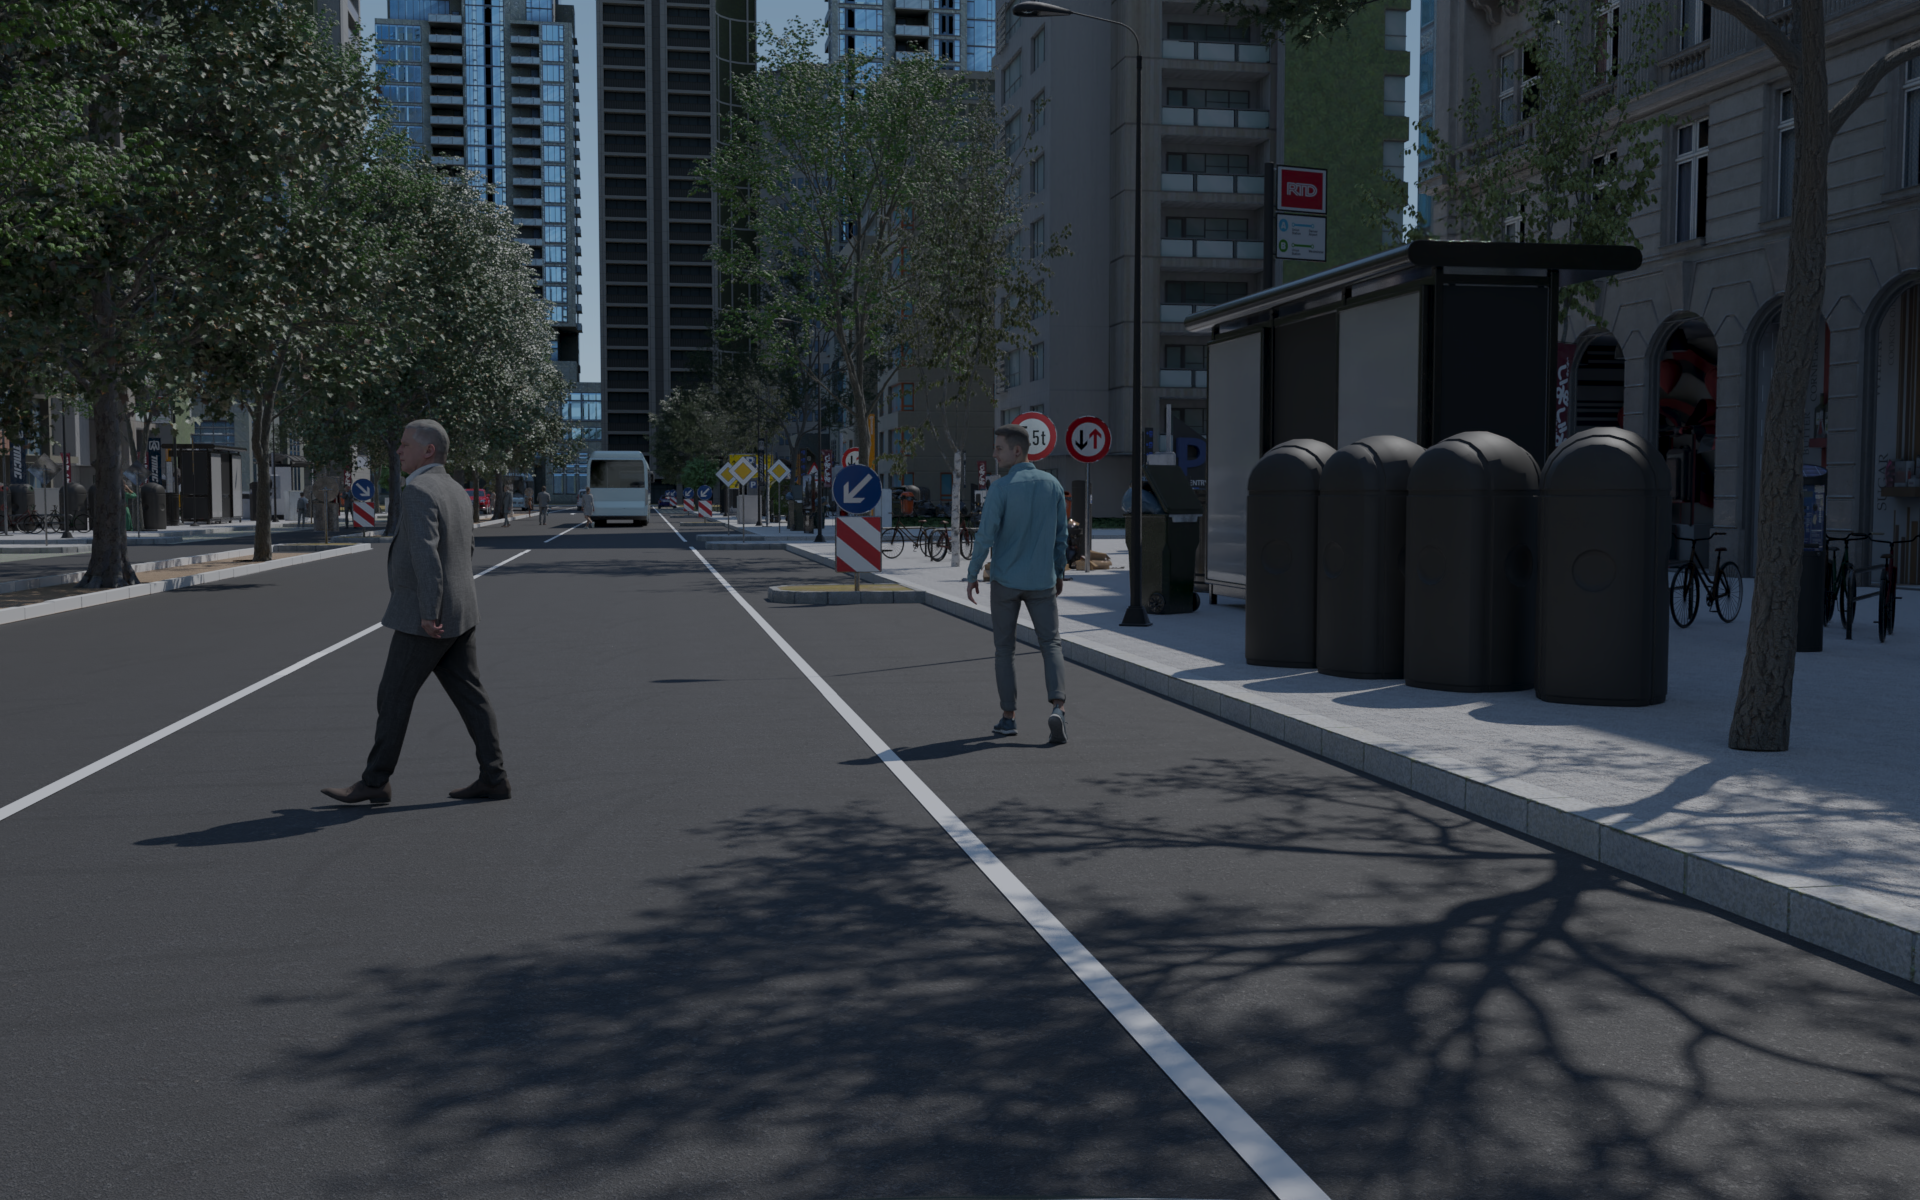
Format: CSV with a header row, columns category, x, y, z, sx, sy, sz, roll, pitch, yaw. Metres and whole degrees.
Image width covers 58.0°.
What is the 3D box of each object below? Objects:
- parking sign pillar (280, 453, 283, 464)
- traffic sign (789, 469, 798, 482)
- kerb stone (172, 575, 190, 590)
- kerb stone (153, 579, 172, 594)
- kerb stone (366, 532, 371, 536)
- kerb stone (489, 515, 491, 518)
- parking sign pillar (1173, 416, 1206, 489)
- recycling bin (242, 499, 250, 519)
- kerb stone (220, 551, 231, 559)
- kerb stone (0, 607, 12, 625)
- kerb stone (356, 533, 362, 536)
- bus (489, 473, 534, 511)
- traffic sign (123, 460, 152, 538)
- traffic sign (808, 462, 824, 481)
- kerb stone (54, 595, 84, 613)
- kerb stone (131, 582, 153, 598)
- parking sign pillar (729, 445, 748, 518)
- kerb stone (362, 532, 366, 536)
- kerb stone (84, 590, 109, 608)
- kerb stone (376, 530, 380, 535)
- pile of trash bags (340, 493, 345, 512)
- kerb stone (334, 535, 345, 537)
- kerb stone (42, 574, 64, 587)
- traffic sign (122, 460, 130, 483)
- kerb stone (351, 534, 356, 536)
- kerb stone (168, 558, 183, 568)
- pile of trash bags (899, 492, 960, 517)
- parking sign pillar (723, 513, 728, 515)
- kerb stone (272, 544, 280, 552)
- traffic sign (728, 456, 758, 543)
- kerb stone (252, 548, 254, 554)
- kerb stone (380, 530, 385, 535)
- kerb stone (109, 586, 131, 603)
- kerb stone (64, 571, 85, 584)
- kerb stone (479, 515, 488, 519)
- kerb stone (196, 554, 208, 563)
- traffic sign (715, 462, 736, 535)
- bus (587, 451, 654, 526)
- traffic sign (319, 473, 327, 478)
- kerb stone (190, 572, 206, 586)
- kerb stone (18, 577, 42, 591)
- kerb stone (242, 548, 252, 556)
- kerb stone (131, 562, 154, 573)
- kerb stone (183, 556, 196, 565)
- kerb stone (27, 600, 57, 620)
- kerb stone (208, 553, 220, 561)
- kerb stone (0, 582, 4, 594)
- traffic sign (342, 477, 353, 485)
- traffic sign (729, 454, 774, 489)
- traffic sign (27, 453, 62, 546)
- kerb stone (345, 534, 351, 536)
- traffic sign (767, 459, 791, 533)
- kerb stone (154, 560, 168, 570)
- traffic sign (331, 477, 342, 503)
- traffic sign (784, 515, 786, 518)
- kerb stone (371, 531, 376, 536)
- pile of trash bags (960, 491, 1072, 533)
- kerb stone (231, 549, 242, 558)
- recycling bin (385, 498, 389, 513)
category,x,y,z,sx,sy,sz,roll,pitch,yaw
parking sign pillar,-44.994,-7.657,113.660,1.447,3.967,1.447,1,4,8
traffic sign,-8.570,-5.350,87.580,0.768,2.556,0.104,-1,4,-10
kerb stone,-11.902,-0.248,26.243,0.120,0.150,1.000,-1,4,-10
kerb stone,-11.710,-0.181,25.233,0.120,0.150,1.000,-1,4,-10
kerb stone,-19.823,-2.164,57.634,0.120,0.150,1.000,-1,4,-10
kerb stone,-28.169,-4.940,102.988,0.120,0.150,1.000,-1,4,-10
parking sign pillar,8.017,-4.361,59.775,1.447,3.967,1.447,-1,4,-11
recycling bin,-36.758,-4.711,89.575,0.722,1.027,0.722,-2,4,-26
kerb stone,-16.188,-0.956,37.903,0.120,0.150,1.000,-1,4,-10
kerb stone,-10.602,0.184,19.185,0.120,0.150,1.000,-1,4,-10
kerb stone,-19.442,-2.044,55.616,0.120,0.150,1.000,-1,4,-10
bus,-38.276,-9.391,148.395,2.948,3.499,13.247,-1,4,-10
traffic sign,-23.987,-2.868,50.540,0.795,2.450,0.064,-1,4,-10
traffic sign,-5.934,-4.317,70.589,0.884,2.594,0.081,-1,4,-9
kerb stone,-10.978,0.061,21.194,0.120,0.150,1.000,-1,4,-10
kerb stone,-11.533,-0.124,24.225,0.120,0.150,1.000,-1,4,-10
parking sign pillar,-11.562,-6.503,94.794,1.447,3.967,1.447,1,4,19
kerb stone,-19.637,-2.105,56.620,0.120,0.150,1.000,-1,4,-10
kerb stone,-11.158,0.002,22.200,0.120,0.150,1.000,-1,4,-10
kerb stone,-20.192,-2.290,59.645,0.120,0.150,1.000,-1,4,-10
pile of trash bags,-44.703,-6.880,122.242,1.912,1.369,3.447,3,4,37
kerb stone,-18.891,-1.859,52.593,0.120,0.150,1.000,-1,4,-10
kerb stone,-14.146,-0.283,26.819,0.120,0.150,1.000,-1,4,-10
traffic sign,-31.873,-4.053,66.266,0.884,2.594,0.081,-1,4,-10
kerb stone,-19.261,-1.974,54.605,0.120,0.150,1.000,-1,4,-10
kerb stone,-15.437,-0.714,33.867,0.120,0.150,1.000,-1,4,-10
pile of trash bags,-1.157,-3.664,69.654,3.447,1.369,1.912,3,5,44
parking sign pillar,-13.342,-6.976,102.524,1.447,3.967,1.447,-1,4,-16
kerb stone,-17.299,-1.332,43.975,0.120,0.150,1.000,-1,4,-10
traffic sign,-5.724,-2.576,45.752,0.795,2.450,0.064,-1,4,-10
kerb stone,-16.752,-1.142,40.940,0.120,0.150,1.000,-1,4,-10
kerb stone,-20.370,-2.351,60.658,0.120,0.150,1.000,-1,4,-10
kerb stone,-11.348,-0.059,23.209,0.120,0.150,1.000,-1,4,-10
kerb stone,-14.330,-0.340,27.824,0.120,0.150,1.000,-1,4,-10
kerb stone,-27.797,-4.815,100.978,0.120,0.150,1.000,-1,4,-10
kerb stone,-15.816,-0.837,35.889,0.120,0.150,1.000,-1,4,-10
traffic sign,-7.171,-3.056,53.606,0.795,2.450,0.064,-1,4,-10
bus,-15.770,-5.247,80.644,2.948,3.499,13.247,-1,4,-10
traffic sign,-37.931,-6.312,103.314,0.768,2.556,0.104,0,4,-2
kerb stone,-12.093,-0.305,27.247,0.120,0.150,1.000,-1,4,-10
kerb stone,-13.961,-0.221,25.812,0.120,0.150,1.000,-1,4,-10
kerb stone,-16.559,-1.085,39.928,0.120,0.150,1.000,-1,4,-10
kerb stone,-15.073,-0.586,31.846,0.120,0.150,1.000,-1,4,-10
kerb stone,-15.629,-0.776,34.878,0.120,0.150,1.000,-1,4,-10
kerb stone,-10.787,0.134,20.191,0.120,0.150,1.000,-1,4,-10
kerb stone,-16.004,-0.899,36.894,0.120,0.150,1.000,-1,4,-10
kerb stone,-13.775,-0.157,24.807,0.120,0.150,1.000,-1,4,-10
traffic sign,-42.002,-7.254,118.710,0.768,2.556,0.104,0,4,-2
traffic sign,-10.527,-5.724,87.453,2.265,3.308,0.079,0,4,-5
traffic sign,-22.540,-2.388,42.687,0.795,2.450,0.064,-1,4,-10
kerb stone,-19.074,-1.921,53.599,0.120,0.150,1.000,-1,4,-10
traffic sign,-5.943,-3.410,56.939,0.795,2.450,0.064,0,4,-6
kerb stone,-15.266,-0.648,32.859,0.120,0.150,1.000,-1,4,-10
traffic sign,-36.420,-6.059,101.188,0.606,2.300,0.079,0,4,-8
traffic sign,-9.564,-5.653,94.562,0.606,2.300,0.079,-1,4,-9
kerb stone,-20.006,-2.229,58.639,0.120,0.150,1.000,-1,4,-10
pile of trash bags,2.025,-2.844,56.251,3.447,1.369,1.912,-1,4,-17
kerb stone,-16.375,-1.023,38.921,0.120,0.150,1.000,-1,4,-10
recycling bin,-39.075,-6.516,119.094,0.722,1.027,0.722,-3,4,-36
